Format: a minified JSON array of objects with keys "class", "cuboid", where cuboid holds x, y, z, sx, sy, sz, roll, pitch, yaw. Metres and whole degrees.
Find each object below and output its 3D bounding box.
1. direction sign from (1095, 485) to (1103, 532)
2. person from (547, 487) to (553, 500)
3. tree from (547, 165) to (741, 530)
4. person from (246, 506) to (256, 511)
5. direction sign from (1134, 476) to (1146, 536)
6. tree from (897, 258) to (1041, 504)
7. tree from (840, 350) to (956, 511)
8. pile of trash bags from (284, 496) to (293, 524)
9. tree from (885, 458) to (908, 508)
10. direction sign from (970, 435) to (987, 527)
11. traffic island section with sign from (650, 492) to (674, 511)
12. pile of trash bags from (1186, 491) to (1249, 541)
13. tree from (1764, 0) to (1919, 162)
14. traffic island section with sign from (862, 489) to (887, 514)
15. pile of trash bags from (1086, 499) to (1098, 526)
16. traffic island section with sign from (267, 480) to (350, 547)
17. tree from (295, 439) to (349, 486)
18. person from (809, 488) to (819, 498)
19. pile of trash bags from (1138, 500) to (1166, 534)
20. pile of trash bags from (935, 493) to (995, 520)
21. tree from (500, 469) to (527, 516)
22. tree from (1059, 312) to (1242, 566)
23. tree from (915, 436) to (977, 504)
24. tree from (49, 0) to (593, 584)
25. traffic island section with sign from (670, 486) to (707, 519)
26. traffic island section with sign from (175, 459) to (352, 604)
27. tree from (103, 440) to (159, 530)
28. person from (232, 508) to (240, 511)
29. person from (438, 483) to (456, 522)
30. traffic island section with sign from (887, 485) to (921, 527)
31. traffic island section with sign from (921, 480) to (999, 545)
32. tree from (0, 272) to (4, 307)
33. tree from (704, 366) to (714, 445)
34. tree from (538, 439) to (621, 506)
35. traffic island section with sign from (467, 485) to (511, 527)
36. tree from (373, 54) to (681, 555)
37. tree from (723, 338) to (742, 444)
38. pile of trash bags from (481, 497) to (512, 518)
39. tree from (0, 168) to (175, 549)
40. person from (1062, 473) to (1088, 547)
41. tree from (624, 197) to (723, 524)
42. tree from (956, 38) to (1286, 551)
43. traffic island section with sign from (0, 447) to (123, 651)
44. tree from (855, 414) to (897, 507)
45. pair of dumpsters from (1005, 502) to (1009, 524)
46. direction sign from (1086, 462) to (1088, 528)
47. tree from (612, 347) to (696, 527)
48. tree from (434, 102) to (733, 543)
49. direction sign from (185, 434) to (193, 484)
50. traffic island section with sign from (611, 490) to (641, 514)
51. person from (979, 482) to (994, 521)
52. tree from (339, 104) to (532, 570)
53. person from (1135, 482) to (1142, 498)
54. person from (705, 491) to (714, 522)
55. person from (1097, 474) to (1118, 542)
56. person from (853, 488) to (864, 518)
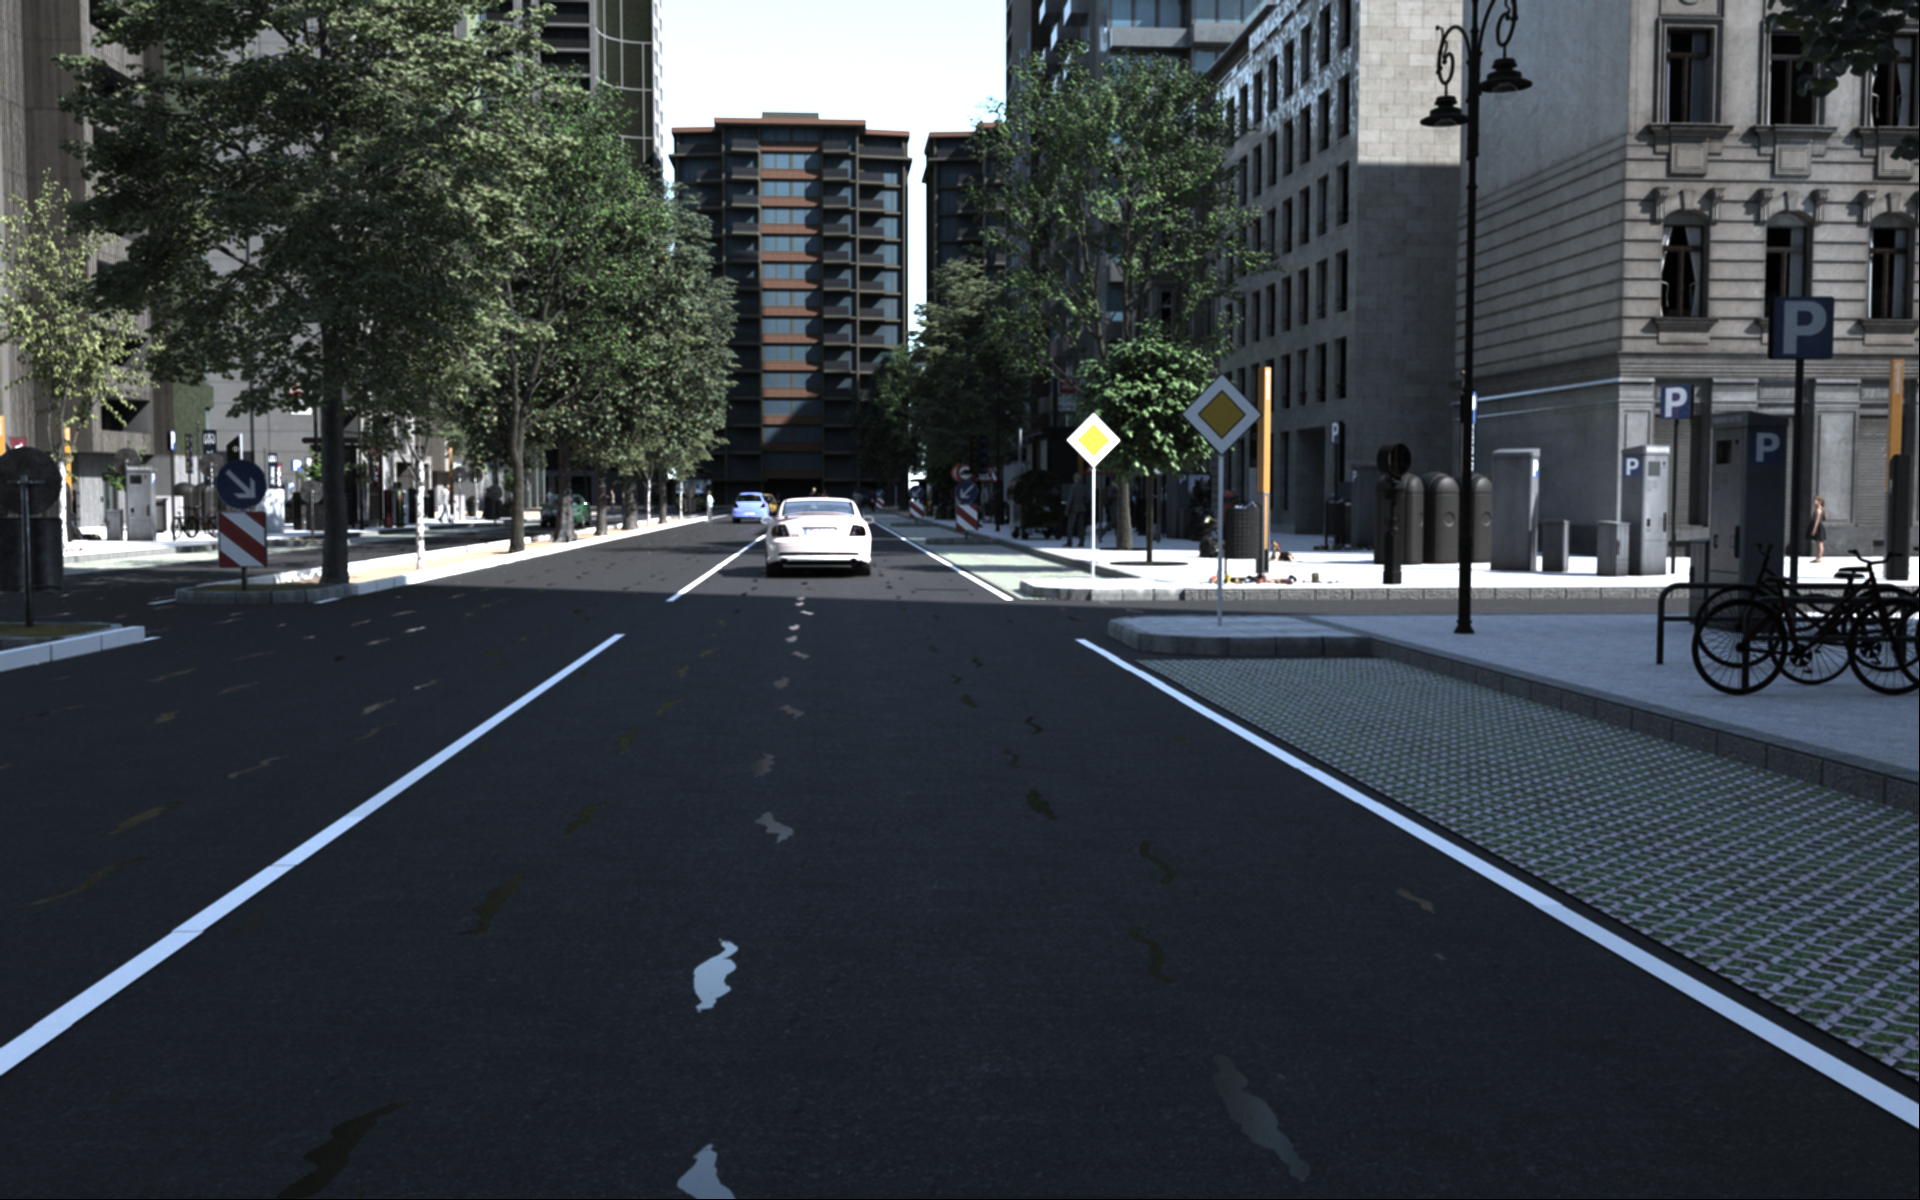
[{"class":"direction sign","cuboid":[4.819,-4.113,59.241,0.379,3.537,0.876,-1,4,-17]},{"class":"person","cuboid":[-20.793,-4.832,87.722,0.641,1.798,0.478,1,4,23]},{"class":"tree","cuboid":[-13.017,-9.713,67.920,9.857,13.997,8.962,0,3,0]},{"class":"person","cuboid":[-14.656,-1.644,35.553,0.466,1.800,0.511,-1,4,-13]},{"class":"direction sign","cuboid":[5.680,-3.768,53.604,0.379,3.537,0.876,-3,4,-39]},{"class":"tree","cuboid":[0.474,-10.130,83.759,7.486,12.596,7.792,0,3,0]},{"class":"tree","cuboid":[-4.416,-13.284,134.194,9.611,12.733,9.660,0,3,0]},{"class":"pile of trash bags","cuboid":[-29.158,-3.996,75.093,3.447,1.369,1.912,1,4,12]},{"class":"tree","cuboid":[-5.976,-13.118,164.848,4.360,8.622,3.978,0,3,0]},{"class":"direction sign","cuboid":[0.704,-4.590,67.043,0.876,3.537,0.379,-3,5,-42]},{"class":"traffic island section with sign","cuboid":[-26.158,-8.770,152.020,1.989,1.847,2.006,0,4,-4]},{"class":"pile of trash bags","cuboid":[7.190,-2.285,47.105,1.912,1.369,3.447,0,4,4]},{"class":"tree","cuboid":[6.533,-6.062,5.777,9.857,13.997,8.962,0,3,0]},{"class":"traffic island section with sign","cuboid":[-5.974,-7.193,126.235,1.989,1.847,2.006,0,4,-4]},{"class":"pile of trash bags","cuboid":[4.776,-3.779,71.545,1.912,1.369,3.447,0,4,-5]},{"class":"traffic island section with sign","cuboid":[-18.030,-2.403,47.918,1.989,1.847,2.006,0,4,-4]},{"class":"tree","cuboid":[-22.046,-4.004,60.065,1.663,3.219,1.824,0,3,0]},{"class":"person","cuboid":[-8.022,-5.519,98.960,1.509,1.804,0.699,2,4,32]},{"class":"pile of trash bags","cuboid":[7.189,-2.887,56.953,1.912,1.369,3.447,2,4,25]},{"class":"pile of trash bags","cuboid":[0.545,-4.763,87.621,3.447,1.369,1.912,-1,4,-21]},{"class":"tree","cuboid":[-25.536,-6.440,99.891,1.663,3.219,1.824,0,3,0]},{"class":"tree","cuboid":[3.373,-2.922,31.493,4.285,4.588,4.351,0,3,0]},{"class":"tree","cuboid":[-0.798,-6.613,91.833,4.285,4.588,4.351,0,3,0]},{"class":"tree","cuboid":[-9.495,-6.445,25.967,7.486,12.596,7.792,0,3,0]},{"class":"traffic island section with sign","cuboid":[-15.401,-5.525,98.465,2.006,1.907,1.989,0,4,-4]},{"class":"traffic island section with sign","cuboid":[-9.548,-0.943,23.554,2.006,1.907,1.989,0,4,-4]},{"class":"tree","cuboid":[-29.503,-4.099,61.622,1.663,3.219,1.824,0,3,0]},{"class":"person","cuboid":[-22.511,-2.962,54.325,0.795,1.843,0.661,1,4,9]},{"class":"person","cuboid":[-23.309,-4.416,78.512,0.850,1.792,0.678,1,4,12]},{"class":"traffic island section with sign","cuboid":[-2.056,-4.132,76.187,1.989,1.847,2.006,0,4,-4]},{"class":"traffic island section with sign","cuboid":[0.025,-2.488,49.311,1.989,1.847,2.006,0,4,-4]},{"class":"tree","cuboid":[-20.458,-5.832,29.768,7.601,10.594,8.767,1,4,18]},{"class":"tree","cuboid":[-14.401,-8.336,89.106,4.360,8.622,3.978,0,3,0]},{"class":"tree","cuboid":[-28.179,-11.931,129.479,7.601,10.594,8.767,0,4,2]},{"class":"traffic island section with sign","cuboid":[-20.121,-4.047,74.792,1.989,1.847,2.006,0,4,-4]},{"class":"tree","cuboid":[-10.449,-6.890,40.870,9.928,11.665,9.643,0,3,0]},{"class":"tree","cuboid":[-14.323,-9.918,82.744,7.486,12.596,7.792,0,3,0]},{"class":"pile of trash bags","cuboid":[-24.711,-5.186,94.551,1.912,1.369,3.447,0,4,8]},{"class":"tree","cuboid":[-20.733,-5.500,40.292,4.737,8.622,4.395,0,3,0]},{"class":"person","cuboid":[2.790,-2.206,42.293,0.661,1.801,0.590,-3,4,-39]},{"class":"tree","cuboid":[-12.395,-8.480,59.230,7.486,12.596,7.792,0,3,0]},{"class":"tree","cuboid":[3.715,-6.944,39.290,9.928,11.665,9.643,0,3,0]},{"class":"traffic island section with sign","cuboid":[-8.981,-0.491,16.169,2.006,1.907,1.989,0,4,-4]},{"class":"tree","cuboid":[-7.433,-14.675,174.340,7.601,10.594,8.767,-3,5,-44]},{"class":"pair of dumpsters","cuboid":[2.704,-4.241,71.839,1.574,2.255,4.437,0,4,-4]},{"class":"direction sign","cuboid":[4.711,-4.553,66.433,0.876,3.537,0.379,-2,4,-32]},{"class":"tree","cuboid":[-13.651,-7.516,75.713,4.360,8.622,3.978,0,3,0]},{"class":"tree","cuboid":[-11.613,-8.022,50.628,9.611,12.733,9.660,0,3,0]},{"class":"direction sign","cuboid":[-29.047,-4.484,65.312,0.379,3.537,0.876,-1,4,-11]},{"class":"traffic island section with sign","cuboid":[-24.036,-7.108,124.840,1.989,1.847,2.006,0,4,-4]},{"class":"person","cuboid":[1.237,-4.687,82.519,0.795,1.843,0.661,-1,4,-10]},{"class":"tree","cuboid":[-10.154,-4.872,32.475,4.360,8.622,3.978,0,3,0]},{"class":"person","cuboid":[7.805,-4.285,76.209,0.850,1.850,0.679,-2,4,-29]},{"class":"person","cuboid":[-13.031,-4.875,90.016,0.330,1.601,0.589,2,4,30]},{"class":"person","cuboid":[4.097,-2.477,46.505,0.822,1.834,0.622,0,4,4]},{"class":"person","cuboid":[-5.280,-4.958,90.157,0.593,1.750,0.643,0,4,-6]}]
